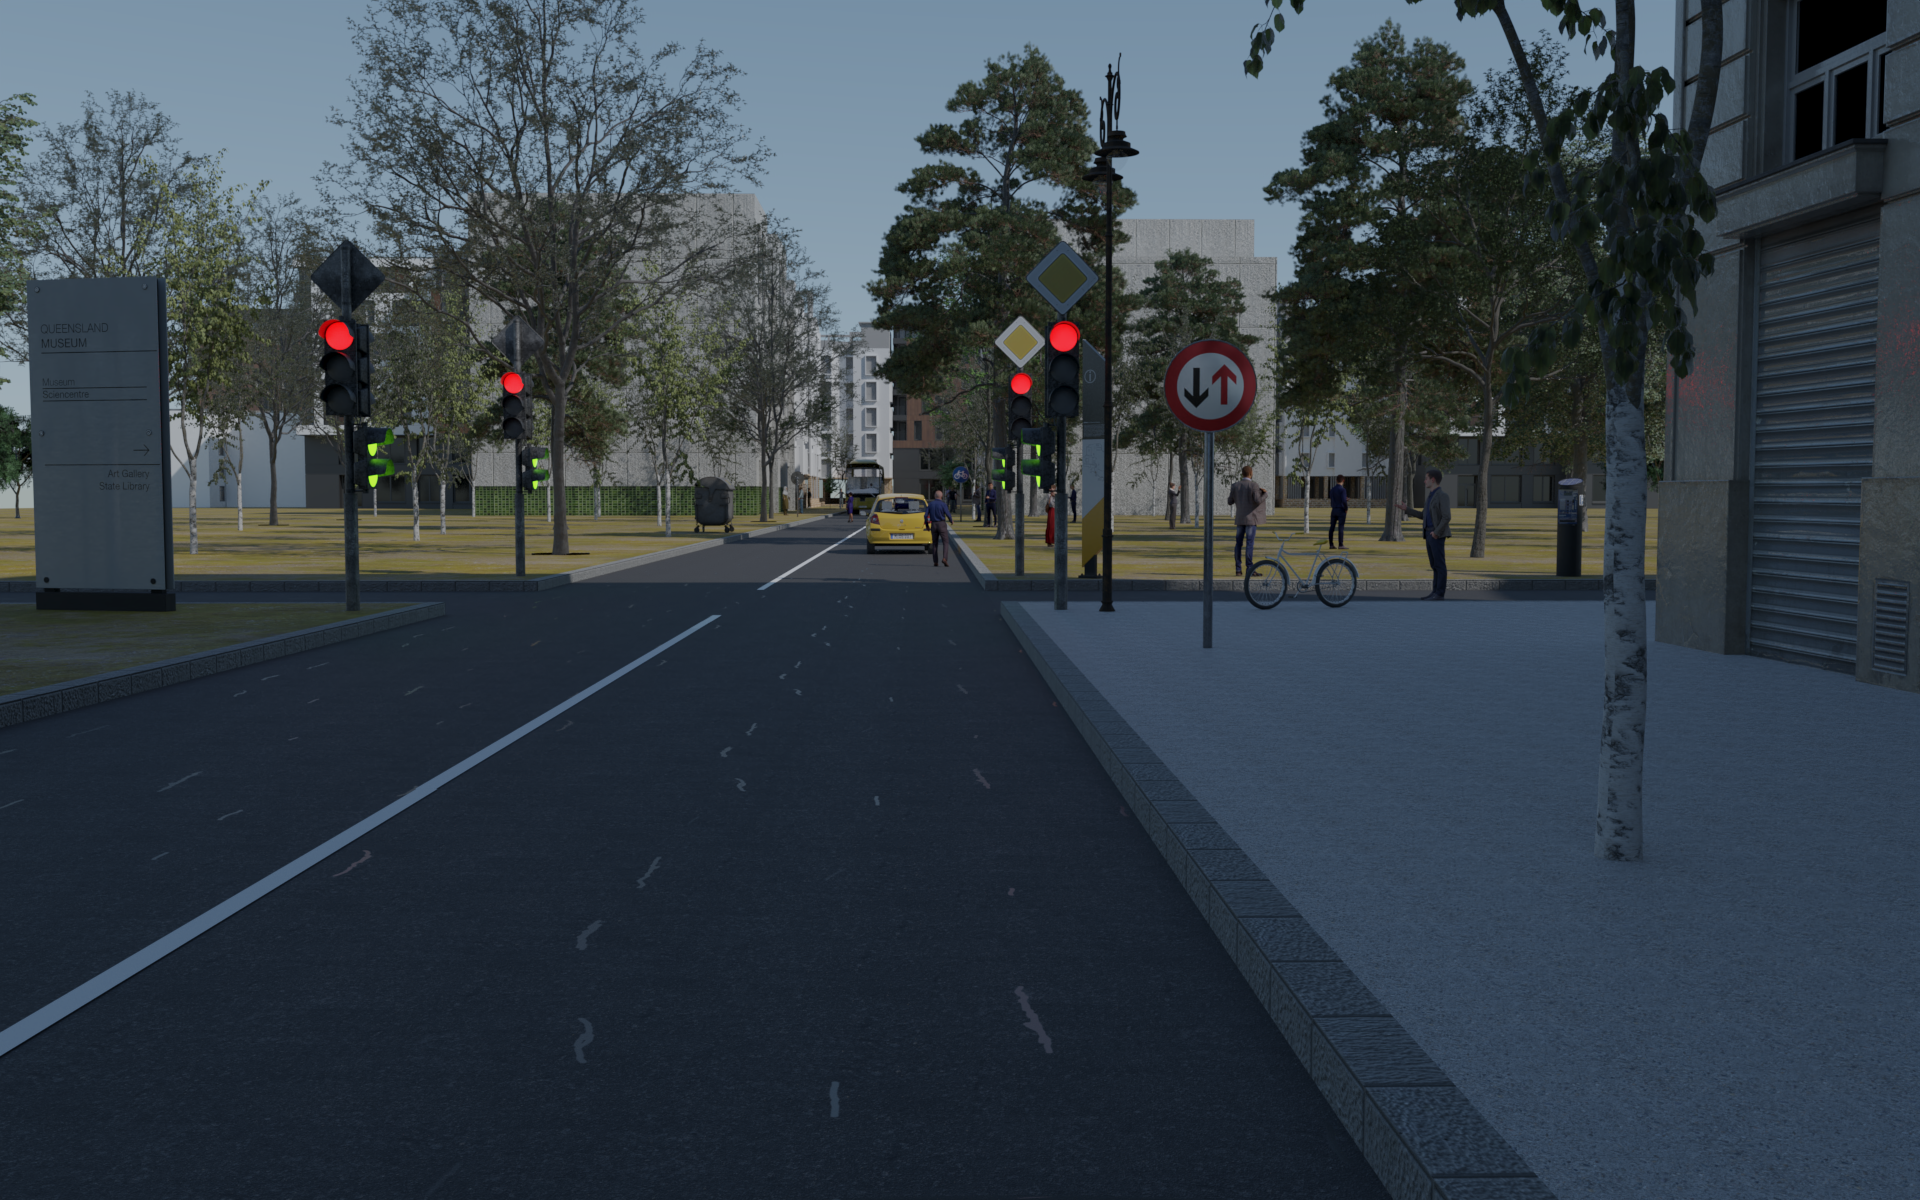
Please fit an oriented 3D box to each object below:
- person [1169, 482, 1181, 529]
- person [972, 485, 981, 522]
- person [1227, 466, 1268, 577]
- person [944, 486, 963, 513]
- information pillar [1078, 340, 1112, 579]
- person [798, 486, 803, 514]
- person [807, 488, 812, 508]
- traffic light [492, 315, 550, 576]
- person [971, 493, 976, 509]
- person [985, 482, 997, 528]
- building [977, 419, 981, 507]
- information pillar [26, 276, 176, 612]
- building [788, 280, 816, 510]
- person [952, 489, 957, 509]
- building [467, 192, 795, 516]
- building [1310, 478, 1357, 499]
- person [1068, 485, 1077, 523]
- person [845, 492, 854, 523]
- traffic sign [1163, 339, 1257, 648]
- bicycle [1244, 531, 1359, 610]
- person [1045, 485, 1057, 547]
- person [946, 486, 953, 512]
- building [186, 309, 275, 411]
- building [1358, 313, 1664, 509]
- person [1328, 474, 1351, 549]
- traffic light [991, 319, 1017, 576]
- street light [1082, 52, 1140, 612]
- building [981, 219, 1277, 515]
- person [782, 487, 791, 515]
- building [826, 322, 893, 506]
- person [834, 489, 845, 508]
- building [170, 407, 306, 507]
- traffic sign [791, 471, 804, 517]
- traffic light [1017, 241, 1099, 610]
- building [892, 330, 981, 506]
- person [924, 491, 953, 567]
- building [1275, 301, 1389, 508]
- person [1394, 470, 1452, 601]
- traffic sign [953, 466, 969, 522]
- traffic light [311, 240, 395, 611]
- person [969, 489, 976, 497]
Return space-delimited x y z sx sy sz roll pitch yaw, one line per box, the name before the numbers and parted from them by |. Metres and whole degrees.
person | 7.808 -3.414 62.658 0.445 1.727 0.742 -3 5 -39
person | 0.774 -4.507 80.552 0.431 1.722 0.655 0 4 6
person | 4.502 -1.232 27.003 0.431 1.722 0.655 -3 5 -40
person | -0.491 -6.786 117.005 1.348 1.822 0.705 -1 4 -19
information pillar | 2.058 -2.133 26.230 0.504 3.616 0.183 3 4 37
person | -10.304 -6.477 112.026 0.705 1.814 1.350 0 4 0
person | -13.961 -9.418 159.652 0.705 1.869 1.348 -2 4 -31
traffic light | -6.840 -2.304 26.913 0.839 4.213 0.868 0 4 -1
person | 1.116 -8.968 152.541 0.599 1.838 0.709 1 4 17
person | 1.146 -3.647 66.382 0.576 1.737 0.504 2 4 26
building | 6.471 -13.404 161.300 9.099 9.664 28.070 0 4 -1
information pillar | -9.429 -1.694 19.005 1.656 3.620 0.184 1 4 13
building | -21.215 -18.006 150.809 16.016 20.091 11.380 0 4 -1
person | -0.502 -8.393 144.203 0.436 1.711 0.756 -3 5 -45
building | -20.791 -15.369 117.741 16.747 18.905 31.486 0 4 -1
building | 41.204 -22.026 204.101 32.646 21.610 27.936 0 4 -1
person | 5.046 -4.356 77.963 0.504 1.737 0.576 0 4 -5
person | -5.614 -4.656 87.004 0.546 1.535 0.453 1 4 11
traffic sign | 2.066 -0.872 14.369 0.768 2.556 0.104 0 4 5
bicycle | 3.854 -0.377 19.390 1.543 0.972 0.635 -1 4 -22
person | 2.293 -2.053 42.071 0.523 1.526 0.387 -3 4 -38
person | -0.757 -7.281 124.957 0.709 1.838 0.599 0 4 6
building | -69.418 -21.869 201.535 32.646 21.610 27.936 0 4 -1
building | 57.610 -19.512 162.991 32.646 21.610 27.936 0 4 -1
person | 8.849 -2.048 40.239 0.504 1.737 0.576 -3 5 -41
traffic light | 0.918 -2.316 27.106 0.839 4.213 0.868 0 4 -1
street light | 1.609 -2.812 18.769 0.468 5.910 1.993 0 4 -1
building | 10.346 -15.508 120.014 16.747 18.905 31.486 0 4 -1
person | -10.438 -5.970 104.380 0.721 1.736 1.217 1 4 10
building | -13.295 -20.801 196.513 11.380 20.091 16.016 0 4 -1
person | -11.295 -9.693 164.529 1.348 1.822 0.705 1 4 10
building | -71.808 -13.923 169.787 28.070 9.664 9.099 0 4 -1
traffic sign | -9.071 -5.907 96.677 0.768 2.556 0.104 0 4 2
traffic light | 1.101 -1.827 19.123 0.839 4.213 0.868 0 4 -1
building | 8.570 -21.970 203.178 32.646 21.610 27.936 0 4 -1
person | -0.344 -1.417 34.357 0.574 1.496 0.600 3 5 41
building | 35.291 -19.053 167.944 11.380 20.091 16.016 0 4 -1
person | 6.200 -0.869 23.231 0.750 1.759 0.617 1 4 13
traffic sign | 0.044 -4.856 79.497 0.768 2.556 0.104 0 4 4
traffic light | -6.658 -1.816 18.930 0.839 4.213 0.868 0 4 -1
person | 1.362 -8.802 150.667 1.217 1.735 0.721 0 4 3
